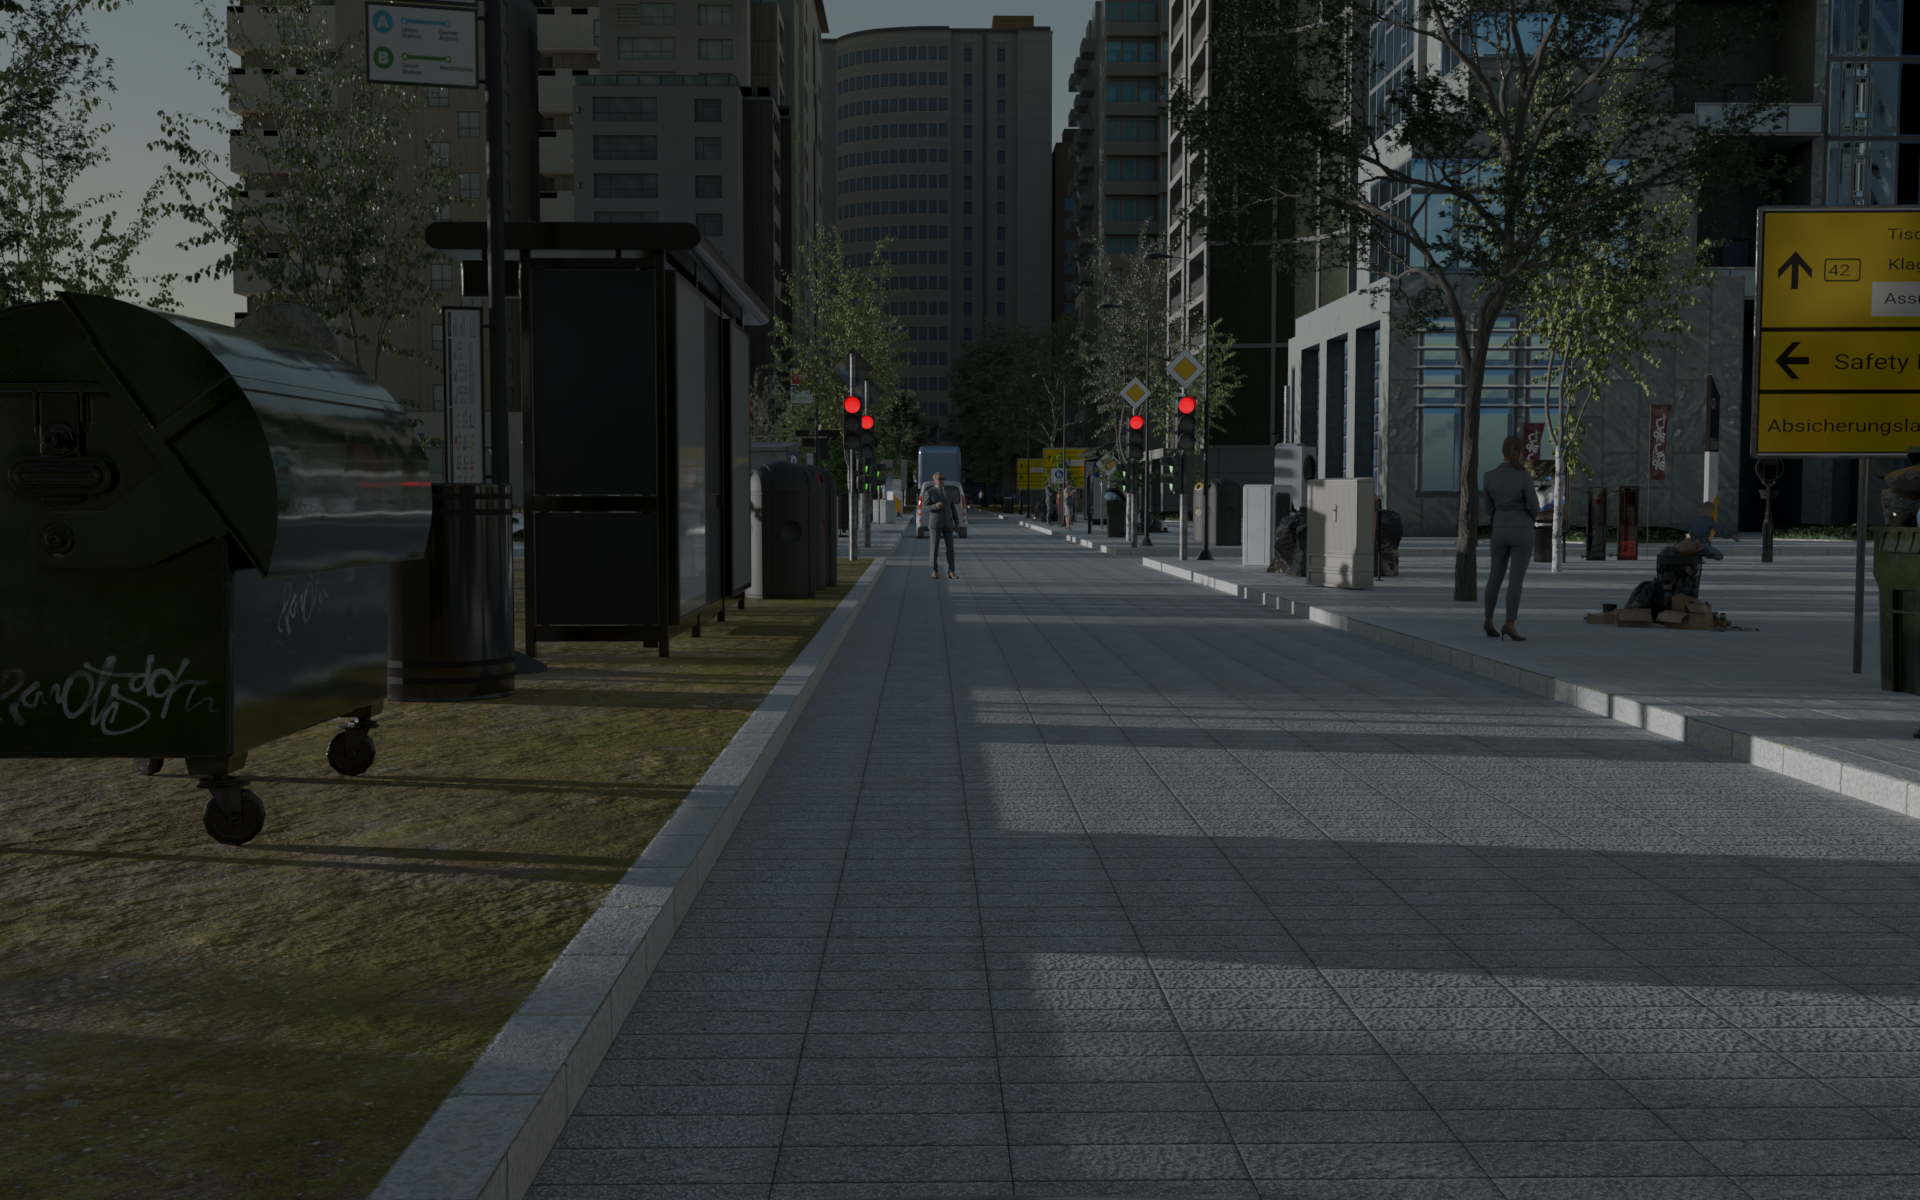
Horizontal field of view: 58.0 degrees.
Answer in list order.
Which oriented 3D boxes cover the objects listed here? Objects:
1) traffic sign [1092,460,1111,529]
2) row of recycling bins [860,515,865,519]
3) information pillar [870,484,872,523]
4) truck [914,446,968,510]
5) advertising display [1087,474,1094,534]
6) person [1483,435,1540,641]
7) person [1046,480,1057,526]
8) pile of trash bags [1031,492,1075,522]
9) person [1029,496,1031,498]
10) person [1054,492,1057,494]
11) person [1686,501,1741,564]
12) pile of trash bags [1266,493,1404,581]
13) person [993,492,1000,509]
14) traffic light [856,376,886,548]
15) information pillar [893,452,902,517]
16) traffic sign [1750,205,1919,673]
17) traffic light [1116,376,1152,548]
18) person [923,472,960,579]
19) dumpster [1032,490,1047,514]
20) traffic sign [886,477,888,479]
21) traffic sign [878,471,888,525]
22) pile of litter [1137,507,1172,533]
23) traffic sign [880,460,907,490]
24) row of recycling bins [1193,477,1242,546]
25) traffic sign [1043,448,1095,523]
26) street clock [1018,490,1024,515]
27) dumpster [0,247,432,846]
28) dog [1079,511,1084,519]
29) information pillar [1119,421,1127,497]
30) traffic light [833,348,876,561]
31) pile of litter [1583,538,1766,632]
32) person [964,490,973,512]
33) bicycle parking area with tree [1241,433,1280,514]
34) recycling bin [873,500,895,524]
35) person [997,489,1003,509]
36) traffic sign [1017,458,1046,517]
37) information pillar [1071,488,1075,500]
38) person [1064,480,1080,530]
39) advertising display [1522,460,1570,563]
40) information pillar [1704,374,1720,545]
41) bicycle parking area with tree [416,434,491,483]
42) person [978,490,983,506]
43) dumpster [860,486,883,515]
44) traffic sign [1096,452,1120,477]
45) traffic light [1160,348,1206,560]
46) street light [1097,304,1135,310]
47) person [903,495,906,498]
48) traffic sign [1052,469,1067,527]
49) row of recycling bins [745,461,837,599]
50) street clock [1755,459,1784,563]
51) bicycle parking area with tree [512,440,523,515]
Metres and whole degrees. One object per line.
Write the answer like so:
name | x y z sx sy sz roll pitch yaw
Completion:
traffic sign | 5.196 -3.866 63.317 0.768 2.556 0.104 0 4 0
row of recycling bins | -5.442 -5.001 88.877 1.069 1.692 3.534 1 4 13
information pillar | -4.047 -5.204 76.436 0.183 3.616 0.504 1 4 13
truck | -1.029 -6.239 91.766 2.967 4.110 18.799 0 4 -1
advertising display | 4.200 -3.100 55.896 0.123 1.923 0.974 1 4 10
person | 4.858 -0.545 15.222 0.520 1.790 0.573 2 4 31
person | 3.723 -3.954 70.498 0.447 1.846 0.655 0 4 6
pile of trash bags | 4.394 -4.252 79.275 1.912 1.369 3.447 0 4 -7
person | 5.699 -7.430 127.539 1.348 1.823 0.705 1 4 17
person | 7.074 -7.227 124.215 1.348 1.822 0.705 0 4 -4
person | 13.779 -1.254 32.049 0.738 1.151 1.012 -2 4 -26
pile of trash bags | 5.968 -1.055 27.005 1.912 1.369 3.447 0 4 0
person | 3.066 -8.280 144.660 0.697 1.427 0.421 3 5 39
traffic light | -2.192 -3.208 41.366 0.839 4.253 0.868 0 4 -1
information pillar | -3.498 -6.451 96.820 0.504 3.616 0.183 1 4 18
traffic sign | 6.753 -1.127 12.294 2.265 3.308 0.079 0 4 2
traffic light | 4.168 -3.216 41.502 0.839 4.253 0.868 0 4 -1
person | -0.288 -1.261 29.296 0.661 1.801 0.590 -2 4 -25
dumpster | 5.325 -6.568 113.146 1.264 1.857 1.865 0 4 -1
traffic sign | -4.327 -5.779 94.213 0.795 2.593 0.064 1 4 9
traffic sign | -3.399 -4.445 72.781 0.768 2.556 0.104 0 4 1
pile of litter | 6.159 -2.667 57.569 1.719 0.858 1.176 1 4 23
traffic sign | -4.246 -6.621 102.119 2.265 3.308 0.079 0 4 7
row of recycling bins | 6.630 -2.284 44.454 1.069 1.692 3.534 0 4 1
traffic sign | 4.778 -5.024 76.012 2.265 3.308 0.079 1 4 8
street clock | 3.706 -6.159 105.270 0.358 2.002 0.471 -1 4 -14
dumpster | -3.163 -0.277 7.018 1.502 2.255 1.985 0 4 -1
dog | 6.508 -4.353 88.907 0.550 0.427 0.748 -3 5 -42
information pillar | 5.272 -3.921 55.458 0.504 3.616 0.183 -3 4 -37
traffic light | -2.040 -2.719 33.382 0.839 4.253 0.868 0 4 -1
pile of litter | 6.870 -0.174 16.814 1.176 0.858 1.719 -1 4 -19
person | 0.452 -7.867 137.829 1.217 1.736 0.721 -1 4 -16
bicycle parking area with tree | 17.362 -5.798 81.793 8.231 4.147 9.016 0 4 6
recycling bin | -3.267 -3.807 74.795 0.722 1.027 0.722 2 4 32
person | 3.540 -8.366 143.561 1.217 1.736 0.721 -3 5 -41
traffic sign | 4.374 -6.406 98.605 2.265 3.308 0.079 0 4 0
information pillar | 6.060 -5.479 94.072 0.304 2.012 0.304 -2 4 -32
person | 3.951 -3.382 61.700 0.532 1.782 0.716 1 4 17
advertising display | 10.963 -1.667 32.474 0.123 1.923 0.974 -3 4 -39
information pillar | 14.786 -2.614 34.090 0.183 3.616 0.504 3 5 44
bicycle parking area with tree | -28.170 -5.853 82.699 8.231 4.147 9.016 1 4 17
person | 2.374 -11.449 194.170 0.756 1.711 0.436 2 4 33
dumpster | -4.656 -5.069 85.375 1.502 2.255 1.985 0 4 -1
traffic sign | 4.541 -3.242 52.744 0.795 2.593 0.064 0 4 6
traffic light | 4.320 -2.728 33.518 0.839 4.253 0.868 0 4 -1
street light | 4.050 -4.273 42.407 1.470 5.913 1.316 0 4 -1
person | -5.156 -8.454 144.407 1.348 1.807 0.705 -2 4 -24
traffic sign | 3.913 -4.051 68.366 0.606 2.300 0.079 0 4 0
row of recycling bins | -2.232 -0.958 22.770 1.069 1.692 3.534 0 4 2
street clock | 15.074 -1.695 32.289 0.471 2.002 0.358 1 4 21
bicycle parking area with tree | -25.134 -6.413 91.862 8.231 4.147 9.016 2 4 34
